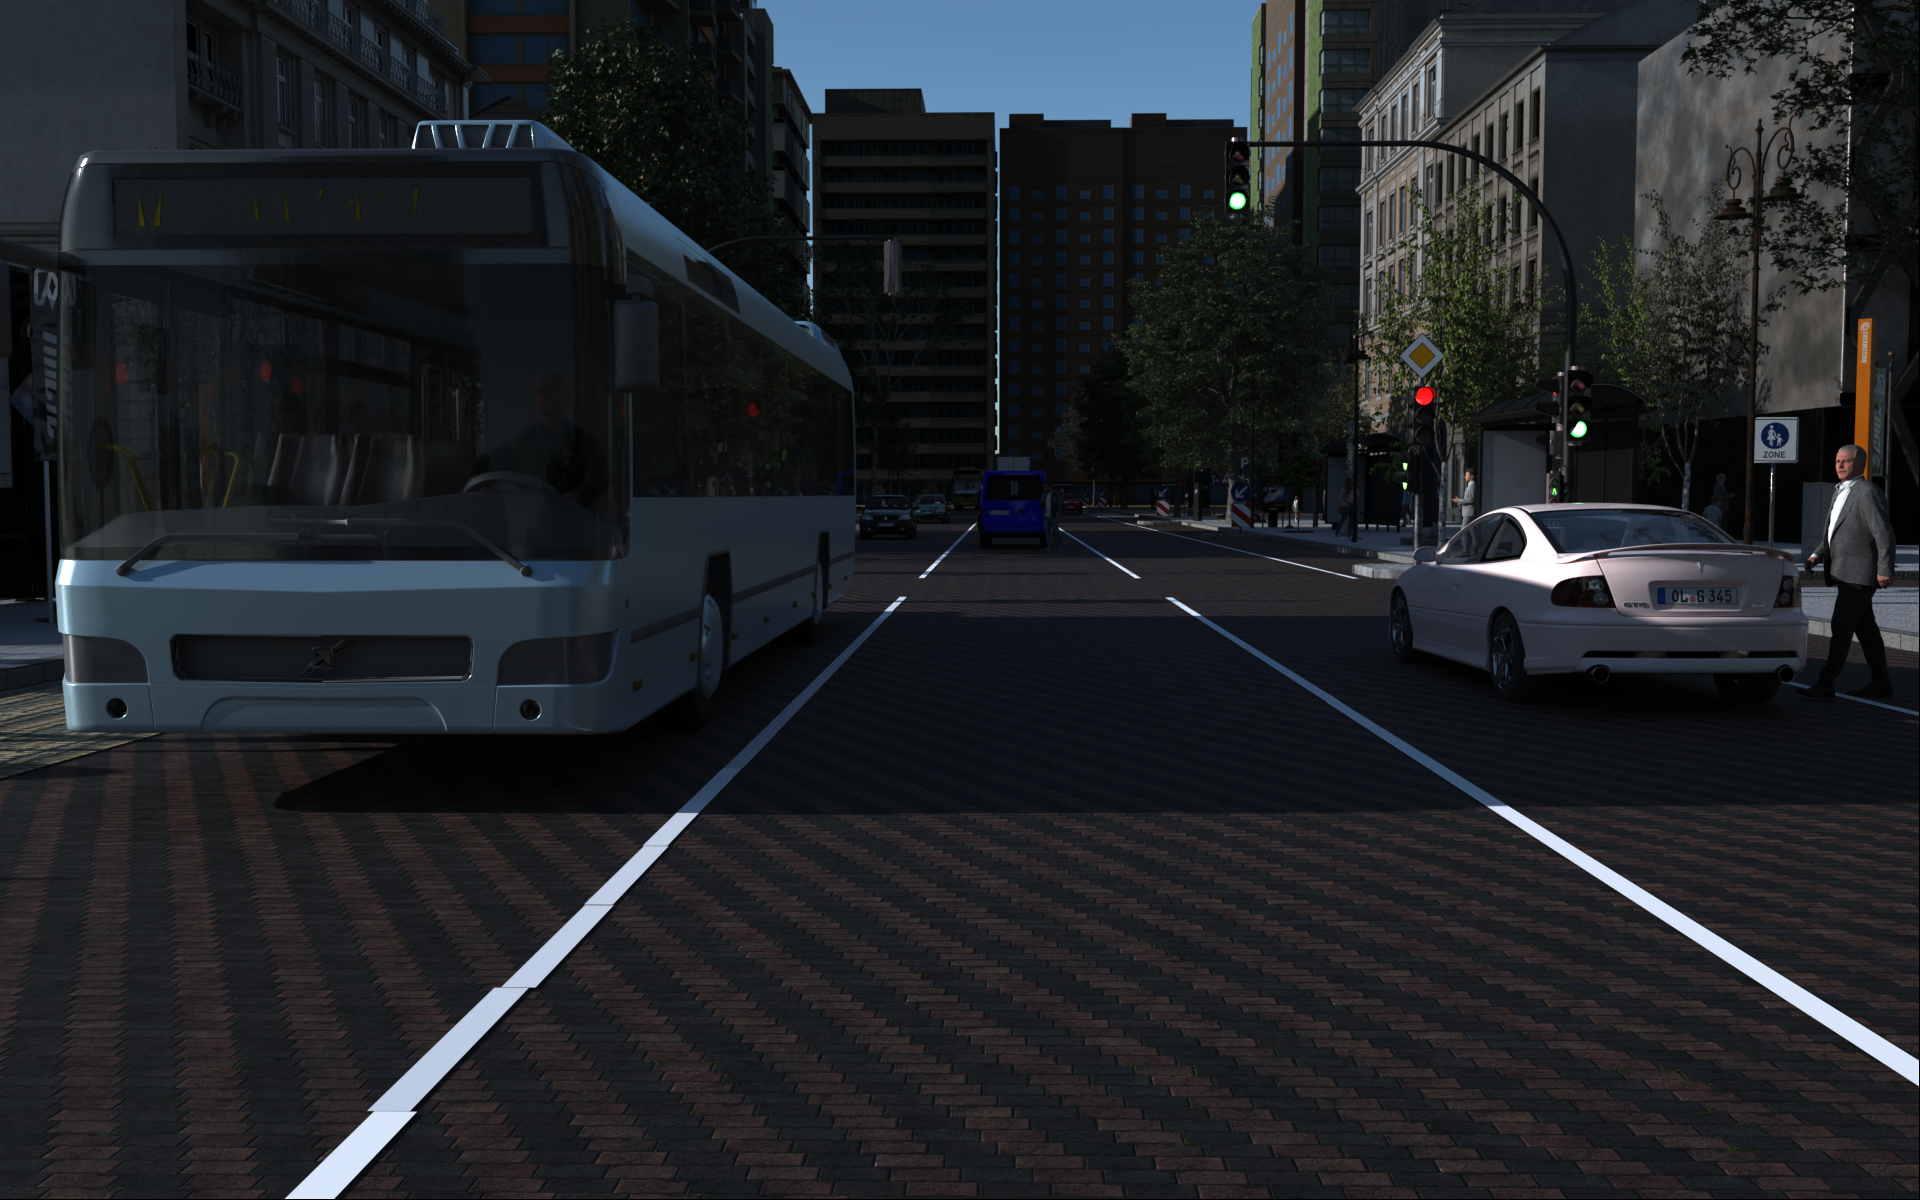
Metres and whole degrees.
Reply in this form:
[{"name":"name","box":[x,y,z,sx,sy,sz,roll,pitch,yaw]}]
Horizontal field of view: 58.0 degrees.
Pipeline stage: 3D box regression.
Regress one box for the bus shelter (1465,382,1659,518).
[{"name":"bus shelter","box":[11.698,-2.462,34.171,2.014,3.302,5.546,0,4,2]}]

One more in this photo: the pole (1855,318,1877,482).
[{"name":"pole","box":[10.560,-1.615,20.250,0.158,3.312,0.155,0,3,0]}]

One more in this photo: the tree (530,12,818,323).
[{"name":"tree","box":[-7.725,-7.621,41.615,9.611,12.733,9.660,0,3,0]}]

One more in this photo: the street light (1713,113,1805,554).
[{"name":"street light","box":[9.843,-2.979,21.489,0.468,5.910,1.993,0,4,1]}]

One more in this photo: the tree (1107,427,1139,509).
[{"name":"tree","box":[13.993,-12.349,152.271,4.737,8.622,4.395,0,3,0]}]

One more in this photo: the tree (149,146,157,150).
[{"name":"tree","box":[-16.214,-5.286,36.788,4.360,8.622,3.978,0,3,0]}]

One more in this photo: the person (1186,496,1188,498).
[{"name":"person","box":[16.183,-6.902,119.606,1.217,1.736,0.721,0,4,6]}]

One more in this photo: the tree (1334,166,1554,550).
[{"name":"tree","box":[11.055,-5.462,39.661,4.737,8.622,4.395,0,3,0]}]

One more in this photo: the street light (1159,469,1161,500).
[{"name":"street light","box":[12.059,-8.051,104.418,0.468,5.910,1.993,0,4,1]}]

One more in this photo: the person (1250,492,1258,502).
[{"name":"person","box":[21.785,-7.270,128.095,0.628,1.438,0.799,0,4,6]}]

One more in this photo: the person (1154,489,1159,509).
[{"name":"person","box":[17.250,-8.846,151.409,1.217,1.736,0.721,-2,4,-25]}]

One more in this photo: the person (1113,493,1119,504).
[{"name":"person","box":[16.219,-10.493,180.856,1.065,1.426,0.557,-2,4,-27]}]

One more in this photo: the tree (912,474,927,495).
[{"name":"tree","box":[-4.174,-10.792,171.047,1.663,3.219,1.824,0,3,0]}]

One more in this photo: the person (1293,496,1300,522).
[{"name":"person","box":[15.321,-4.165,79.147,0.382,1.210,0.505,-2,4,-25]}]

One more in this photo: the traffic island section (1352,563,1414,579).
[{"name":"traffic island section","box":[8.086,-0.503,30.499,2.009,0.180,2.903,0,4,1]}]

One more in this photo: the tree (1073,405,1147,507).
[{"name":"tree","box":[14.993,-14.412,170.041,8.767,10.594,7.601,-2,4,-29]}]

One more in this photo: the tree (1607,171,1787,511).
[{"name":"tree","box":[16.958,-5.500,40.281,4.360,8.622,3.978,0,3,0]}]

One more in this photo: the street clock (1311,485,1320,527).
[{"name":"street clock","box":[13.930,-3.867,67.793,0.358,2.002,0.471,1,4,15]}]

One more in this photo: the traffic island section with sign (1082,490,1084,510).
[{"name":"traffic island section with sign","box":[11.437,-9.231,159.547,1.989,1.847,2.006,0,4,1]}]

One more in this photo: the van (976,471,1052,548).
[{"name":"van","box":[1.517,-2.632,47.410,2.240,2.365,5.245,0,4,2]}]

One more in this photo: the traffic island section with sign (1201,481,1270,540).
[{"name":"traffic island section with sign","box":[8.733,-2.842,55.089,1.989,1.847,2.006,0,4,1]}]

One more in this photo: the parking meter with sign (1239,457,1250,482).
[{"name":"parking meter with sign","box":[13.376,-5.281,82.601,0.543,3.016,1.738,0,4,-4]}]

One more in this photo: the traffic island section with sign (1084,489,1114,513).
[{"name":"traffic island section with sign","box":[10.741,-7.575,132.475,1.989,1.847,2.006,0,4,1]}]

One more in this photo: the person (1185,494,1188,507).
[{"name":"person","box":[23.246,-10.274,177.208,0.799,1.438,0.628,3,5,43]}]

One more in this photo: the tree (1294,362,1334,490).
[{"name":"tree","box":[20.516,-8.689,92.432,4.737,8.622,4.395,0,3,0]}]

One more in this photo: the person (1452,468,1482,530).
[{"name":"person","box":[10.170,-1.745,34.769,0.583,1.804,0.606,1,4,18]}]

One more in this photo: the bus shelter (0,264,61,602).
[{"name":"bus shelter","box":[-10.590,-1.610,17.604,1.731,3.624,6.357,0,4,2]}]

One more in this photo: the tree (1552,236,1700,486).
[{"name":"tree","box":[18.778,-6.005,48.543,4.737,8.622,4.395,0,3,0]}]

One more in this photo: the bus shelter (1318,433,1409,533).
[{"name":"bus shelter","box":[13.903,-4.036,59.911,2.014,3.302,5.546,0,4,1]}]

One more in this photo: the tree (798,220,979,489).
[{"name":"tree","box":[-4.843,-16.007,117.597,12.611,20.169,13.585,0,3,0]}]

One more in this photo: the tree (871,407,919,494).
[{"name":"tree","box":[-5.504,-11.608,140.148,4.360,8.622,3.978,0,3,0]}]

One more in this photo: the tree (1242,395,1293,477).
[{"name":"tree","box":[18.267,-9.314,102.654,4.737,8.622,4.395,0,3,0]}]

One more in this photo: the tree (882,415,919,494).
[{"name":"tree","box":[-5.377,-12.450,153.924,4.737,8.622,4.395,0,3,0]}]

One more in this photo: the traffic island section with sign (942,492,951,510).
[{"name":"traffic island section with sign","box":[-1.856,-9.299,160.666,1.989,1.847,2.006,0,4,1]}]

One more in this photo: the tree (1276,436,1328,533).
[{"name":"tree","box":[11.424,-3.860,57.709,1.663,3.219,1.824,0,3,0]}]

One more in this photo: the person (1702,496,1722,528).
[{"name":"person","box":[14.996,-1.457,34.547,0.352,1.250,0.332,-2,4,-31]}]

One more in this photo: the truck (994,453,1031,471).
[{"name":"truck","box":[3.690,-8.325,125.027,2.839,4.237,11.283,0,3,0]}]

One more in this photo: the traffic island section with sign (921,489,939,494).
[{"name":"traffic island section with sign","box":[-2.585,-7.598,132.861,1.989,1.847,2.006,0,4,1]}]

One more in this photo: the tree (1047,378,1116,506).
[{"name":"tree","box":[14.188,-16.556,181.065,12.009,13.543,11.850,0,3,0]}]

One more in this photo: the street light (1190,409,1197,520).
[{"name":"street light","box":[11.492,-6.849,84.774,0.468,5.910,1.993,0,4,1]}]

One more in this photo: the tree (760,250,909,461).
[{"name":"tree","box":[-7.527,-7.876,63.193,7.601,10.594,8.767,2,4,31]}]

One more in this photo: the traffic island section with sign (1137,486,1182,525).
[{"name":"traffic island section with sign","box":[9.433,-4.490,82.036,1.989,1.847,2.006,0,4,1]}]

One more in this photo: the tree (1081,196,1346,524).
[{"name":"tree","box":[11.641,-10.243,74.129,9.857,13.997,8.962,0,3,0]}]

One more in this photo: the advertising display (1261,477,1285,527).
[{"name":"advertising display","box":[12.065,-3.764,66.748,0.974,1.923,0.123,-1,4,-16]}]

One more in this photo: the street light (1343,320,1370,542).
[{"name":"street light","box":[10.531,-4.482,46.076,0.468,5.910,1.993,0,4,1]}]

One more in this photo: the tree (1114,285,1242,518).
[{"name":"tree","box":[12.047,-10.781,94.400,7.486,12.596,7.792,0,3,0]}]

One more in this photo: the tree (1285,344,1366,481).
[{"name":"tree","box":[18.102,-8.259,85.399,4.360,8.622,3.978,0,3,0]}]

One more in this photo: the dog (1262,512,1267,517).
[{"name":"dog","box":[17.096,-4.923,97.317,0.406,0.507,0.540,-1,4,-14]}]

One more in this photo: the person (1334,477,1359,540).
[{"name":"person","box":[10.778,-2.554,48.390,0.593,1.750,0.643,-2,4,-26]}]

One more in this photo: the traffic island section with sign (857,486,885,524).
[{"name":"traffic island section with sign","box":[-3.871,-4.555,83.098,1.989,1.847,2.006,0,4,1]}]

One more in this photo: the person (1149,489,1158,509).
[{"name":"person","box":[16.258,-8.492,145.606,0.721,1.735,1.217,3,4,39]}]

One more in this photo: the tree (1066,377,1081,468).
[{"name":"tree","box":[13.666,-14.453,142.962,9.857,13.997,8.962,0,3,0]}]

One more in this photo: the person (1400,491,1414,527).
[{"name":"person","box":[17.320,-3.728,66.856,0.748,1.841,0.638,1,4,15]}]

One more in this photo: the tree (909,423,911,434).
[{"name":"tree","box":[-6.769,-10.318,103.108,8.767,10.594,7.601,-2,4,-35]}]

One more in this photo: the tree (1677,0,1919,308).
[{"name":"tree","box":[10.580,-4.954,15.417,8.767,10.594,7.601,0,4,-1]}]

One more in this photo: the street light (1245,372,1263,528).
[{"name":"street light","box":[11.095,-5.673,65.547,0.468,5.910,1.993,0,4,1]}]
